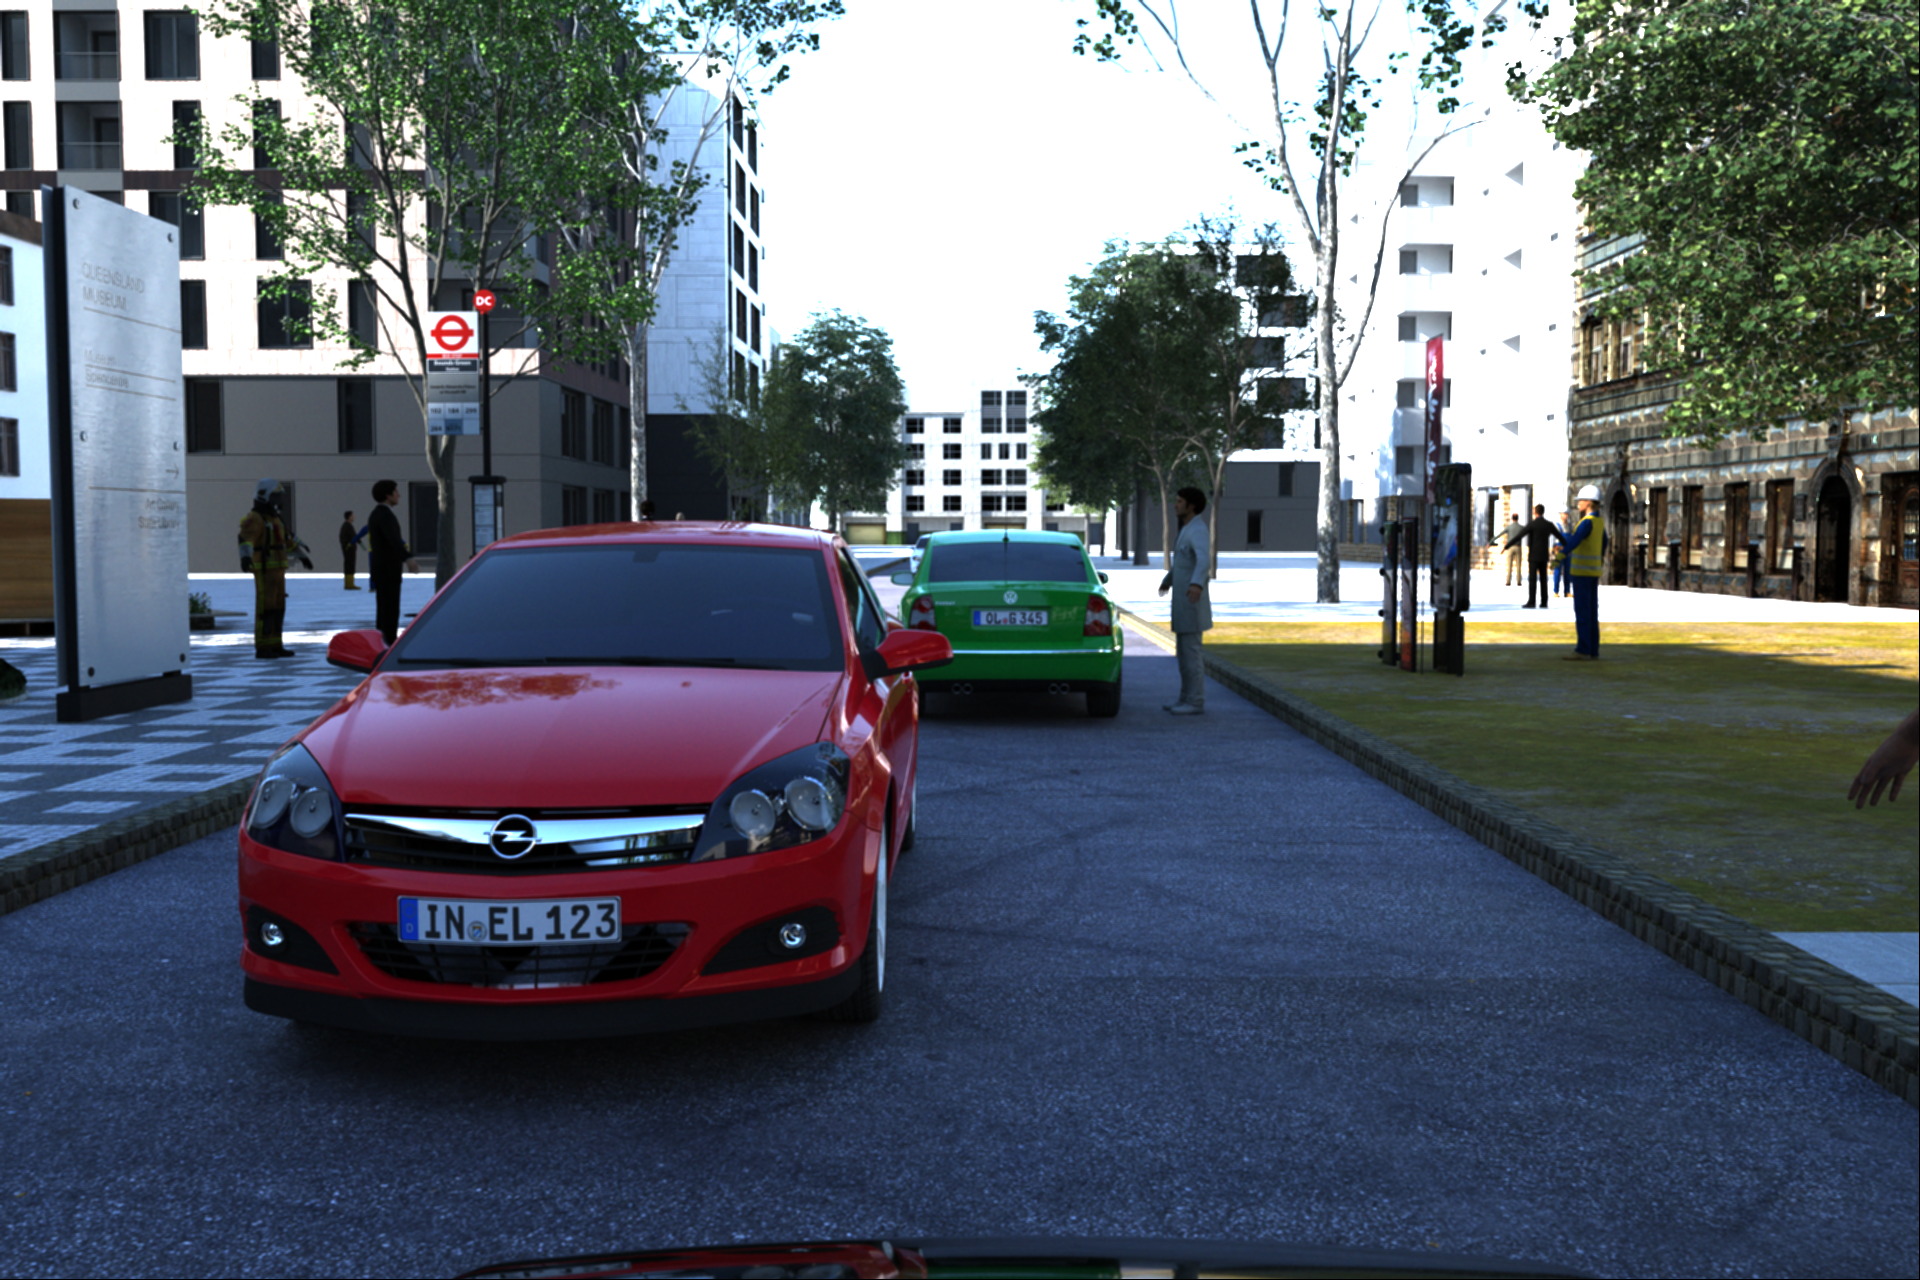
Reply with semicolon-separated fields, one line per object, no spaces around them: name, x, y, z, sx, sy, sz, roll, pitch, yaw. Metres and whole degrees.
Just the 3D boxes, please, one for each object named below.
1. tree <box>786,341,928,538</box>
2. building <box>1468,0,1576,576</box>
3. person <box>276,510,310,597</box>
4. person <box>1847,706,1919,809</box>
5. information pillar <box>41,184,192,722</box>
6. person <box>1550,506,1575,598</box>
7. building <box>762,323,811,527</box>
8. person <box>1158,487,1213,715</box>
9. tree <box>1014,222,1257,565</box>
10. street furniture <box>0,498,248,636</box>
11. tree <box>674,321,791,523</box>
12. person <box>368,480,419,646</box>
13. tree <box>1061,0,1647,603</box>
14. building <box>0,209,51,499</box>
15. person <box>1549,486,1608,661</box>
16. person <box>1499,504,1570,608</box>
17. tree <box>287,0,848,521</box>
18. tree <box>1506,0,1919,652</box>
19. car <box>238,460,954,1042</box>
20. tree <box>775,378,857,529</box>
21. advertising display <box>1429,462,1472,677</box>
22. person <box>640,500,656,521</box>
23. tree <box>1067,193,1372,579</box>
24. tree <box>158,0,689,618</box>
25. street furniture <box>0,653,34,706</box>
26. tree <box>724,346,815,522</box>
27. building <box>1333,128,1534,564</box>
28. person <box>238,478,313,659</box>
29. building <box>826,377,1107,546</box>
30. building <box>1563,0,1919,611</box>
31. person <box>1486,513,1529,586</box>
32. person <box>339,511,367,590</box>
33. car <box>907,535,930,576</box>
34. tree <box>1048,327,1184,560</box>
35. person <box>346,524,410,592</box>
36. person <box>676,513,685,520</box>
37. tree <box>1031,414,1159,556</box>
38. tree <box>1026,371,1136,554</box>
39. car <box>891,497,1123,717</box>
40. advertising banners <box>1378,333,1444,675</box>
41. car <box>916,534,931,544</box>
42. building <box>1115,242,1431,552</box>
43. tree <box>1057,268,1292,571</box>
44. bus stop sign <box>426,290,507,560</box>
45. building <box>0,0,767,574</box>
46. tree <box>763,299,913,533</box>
tree;-7.673;-12.219;110.149;12.009;13.543;11.850;0;3;0
building;23.488;-12.497;60.744;16.016;20.090;11.380;0;4;1
person;-13.938;-1.803;35.255;1.354;1.856;0.705;0;4;1
person;1.817;0.359;2.710;0.704;1.817;1.347;0;4;2
information pillar;-6.060;-1.297;12.520;0.184;3.620;1.656;0;4;1
person;12.135;-1.770;34.804;1.347;1.847;0.705;-1;4;-10
building;-23.988;-18.027;161.205;16.747;18.905;31.486;0;4;1
person;1.817;-0.322;13.902;0.705;1.806;1.347;0;4;-4
tree;7.345;-10.041;70.829;9.857;13.997;8.962;0;3;0
street furniture;-13.807;-1.070;24.346;9.812;1.723;11.010;-3;5;-42
tree;-7.767;-6.700;59.901;4.360;8.622;3.978;0;3;0
person;-5.542;-0.652;16.853;0.705;1.806;1.347;-2;4;-31
tree;5.856;-10.678;30.468;12.611;20.169;13.585;0;3;0
building;-25.506;-5.597;33.651;9.099;9.664;28.070;0;3;0
person;6.334;-0.688;17.718;0.721;1.772;1.216;3;5;41
person;10.012;-1.456;30.028;1.346;1.802;0.704;-1;4;-13
tree;-9.444;-11.460;43.263;12.611;20.169;13.585;0;3;0
tree;10.576;-6.818;18.126;9.857;13.997;8.962;0;3;0
car;-1.095;0.159;6.435;2.155;1.783;4.494;0;4;0
tree;-7.245;-8.067;82.255;4.360;8.622;3.978;0;3;0
advertising display;4.519;-0.659;15.982;0.123;1.923;0.974;0;4;1
person;-4.260;-1.029;23.547;1.216;1.740;0.721;-1;4;-19
tree;7.071;-6.980;48.530;8.767;10.594;7.601;1;4;10
tree;-7.952;-6.158;26.439;9.928;11.665;9.643;0;3;0
street furniture;-10.443;0.268;11.247;5.734;0.657;10.072;1;4;14
tree;-7.811;-7.237;68.692;4.737;8.622;4.395;0;3;0
building;23.618;-13.976;84.922;16.016;20.090;11.380;0;4;0
person;-7.111;-0.742;17.897;0.705;1.858;1.354;0;4;6
building;1.120;-20.389;202.268;31.486;18.905;16.747;0;4;3
building;25.104;-12.539;35.935;19.493;23.208;18.063;0;4;1
person;13.606;-2.216;42.502;1.348;1.796;0.705;1;4;14
person;-14.061;-2.070;39.983;0.704;1.812;1.346;-3;5;-40
car;-0.735;-2.809;57.930;2.014;1.417;4.499;0;4;0
tree;8.030;-9.722;84.712;9.928;11.665;9.643;0;3;0
person;-12.871;-1.977;38.299;1.349;1.833;0.705;-1;4;-16
person;-7.016;-2.283;43.462;1.348;1.813;0.705;-1;4;-20
tree;8.321;-10.201;101.202;8.767;10.594;7.601;0;4;0
tree;8.014;-11.726;109.853;7.486;12.596;7.792;0;3;0
car;0.361;-0.376;14.942;1.959;1.807;4.718;0;4;0
advertising banners;4.213;-1.225;16.220;0.090;3.025;2.074;0;4;1
car;-1.199;-4.796;88.635;2.015;1.641;3.980;0;4;1
building;26.100;-17.964;137.679;27.936;21.610;32.646;0;4;0
tree;7.292;-7.678;59.952;8.767;10.594;7.601;1;4;14
bus stop sign;-5.409;-1.854;19.021;0.855;3.939;0.416;0;4;2
building;-23.890;-13.927;71.687;27.936;21.610;32.646;0;4;1
tree;-7.010;-11.562;95.690;9.857;13.997;8.962;0;3;0
